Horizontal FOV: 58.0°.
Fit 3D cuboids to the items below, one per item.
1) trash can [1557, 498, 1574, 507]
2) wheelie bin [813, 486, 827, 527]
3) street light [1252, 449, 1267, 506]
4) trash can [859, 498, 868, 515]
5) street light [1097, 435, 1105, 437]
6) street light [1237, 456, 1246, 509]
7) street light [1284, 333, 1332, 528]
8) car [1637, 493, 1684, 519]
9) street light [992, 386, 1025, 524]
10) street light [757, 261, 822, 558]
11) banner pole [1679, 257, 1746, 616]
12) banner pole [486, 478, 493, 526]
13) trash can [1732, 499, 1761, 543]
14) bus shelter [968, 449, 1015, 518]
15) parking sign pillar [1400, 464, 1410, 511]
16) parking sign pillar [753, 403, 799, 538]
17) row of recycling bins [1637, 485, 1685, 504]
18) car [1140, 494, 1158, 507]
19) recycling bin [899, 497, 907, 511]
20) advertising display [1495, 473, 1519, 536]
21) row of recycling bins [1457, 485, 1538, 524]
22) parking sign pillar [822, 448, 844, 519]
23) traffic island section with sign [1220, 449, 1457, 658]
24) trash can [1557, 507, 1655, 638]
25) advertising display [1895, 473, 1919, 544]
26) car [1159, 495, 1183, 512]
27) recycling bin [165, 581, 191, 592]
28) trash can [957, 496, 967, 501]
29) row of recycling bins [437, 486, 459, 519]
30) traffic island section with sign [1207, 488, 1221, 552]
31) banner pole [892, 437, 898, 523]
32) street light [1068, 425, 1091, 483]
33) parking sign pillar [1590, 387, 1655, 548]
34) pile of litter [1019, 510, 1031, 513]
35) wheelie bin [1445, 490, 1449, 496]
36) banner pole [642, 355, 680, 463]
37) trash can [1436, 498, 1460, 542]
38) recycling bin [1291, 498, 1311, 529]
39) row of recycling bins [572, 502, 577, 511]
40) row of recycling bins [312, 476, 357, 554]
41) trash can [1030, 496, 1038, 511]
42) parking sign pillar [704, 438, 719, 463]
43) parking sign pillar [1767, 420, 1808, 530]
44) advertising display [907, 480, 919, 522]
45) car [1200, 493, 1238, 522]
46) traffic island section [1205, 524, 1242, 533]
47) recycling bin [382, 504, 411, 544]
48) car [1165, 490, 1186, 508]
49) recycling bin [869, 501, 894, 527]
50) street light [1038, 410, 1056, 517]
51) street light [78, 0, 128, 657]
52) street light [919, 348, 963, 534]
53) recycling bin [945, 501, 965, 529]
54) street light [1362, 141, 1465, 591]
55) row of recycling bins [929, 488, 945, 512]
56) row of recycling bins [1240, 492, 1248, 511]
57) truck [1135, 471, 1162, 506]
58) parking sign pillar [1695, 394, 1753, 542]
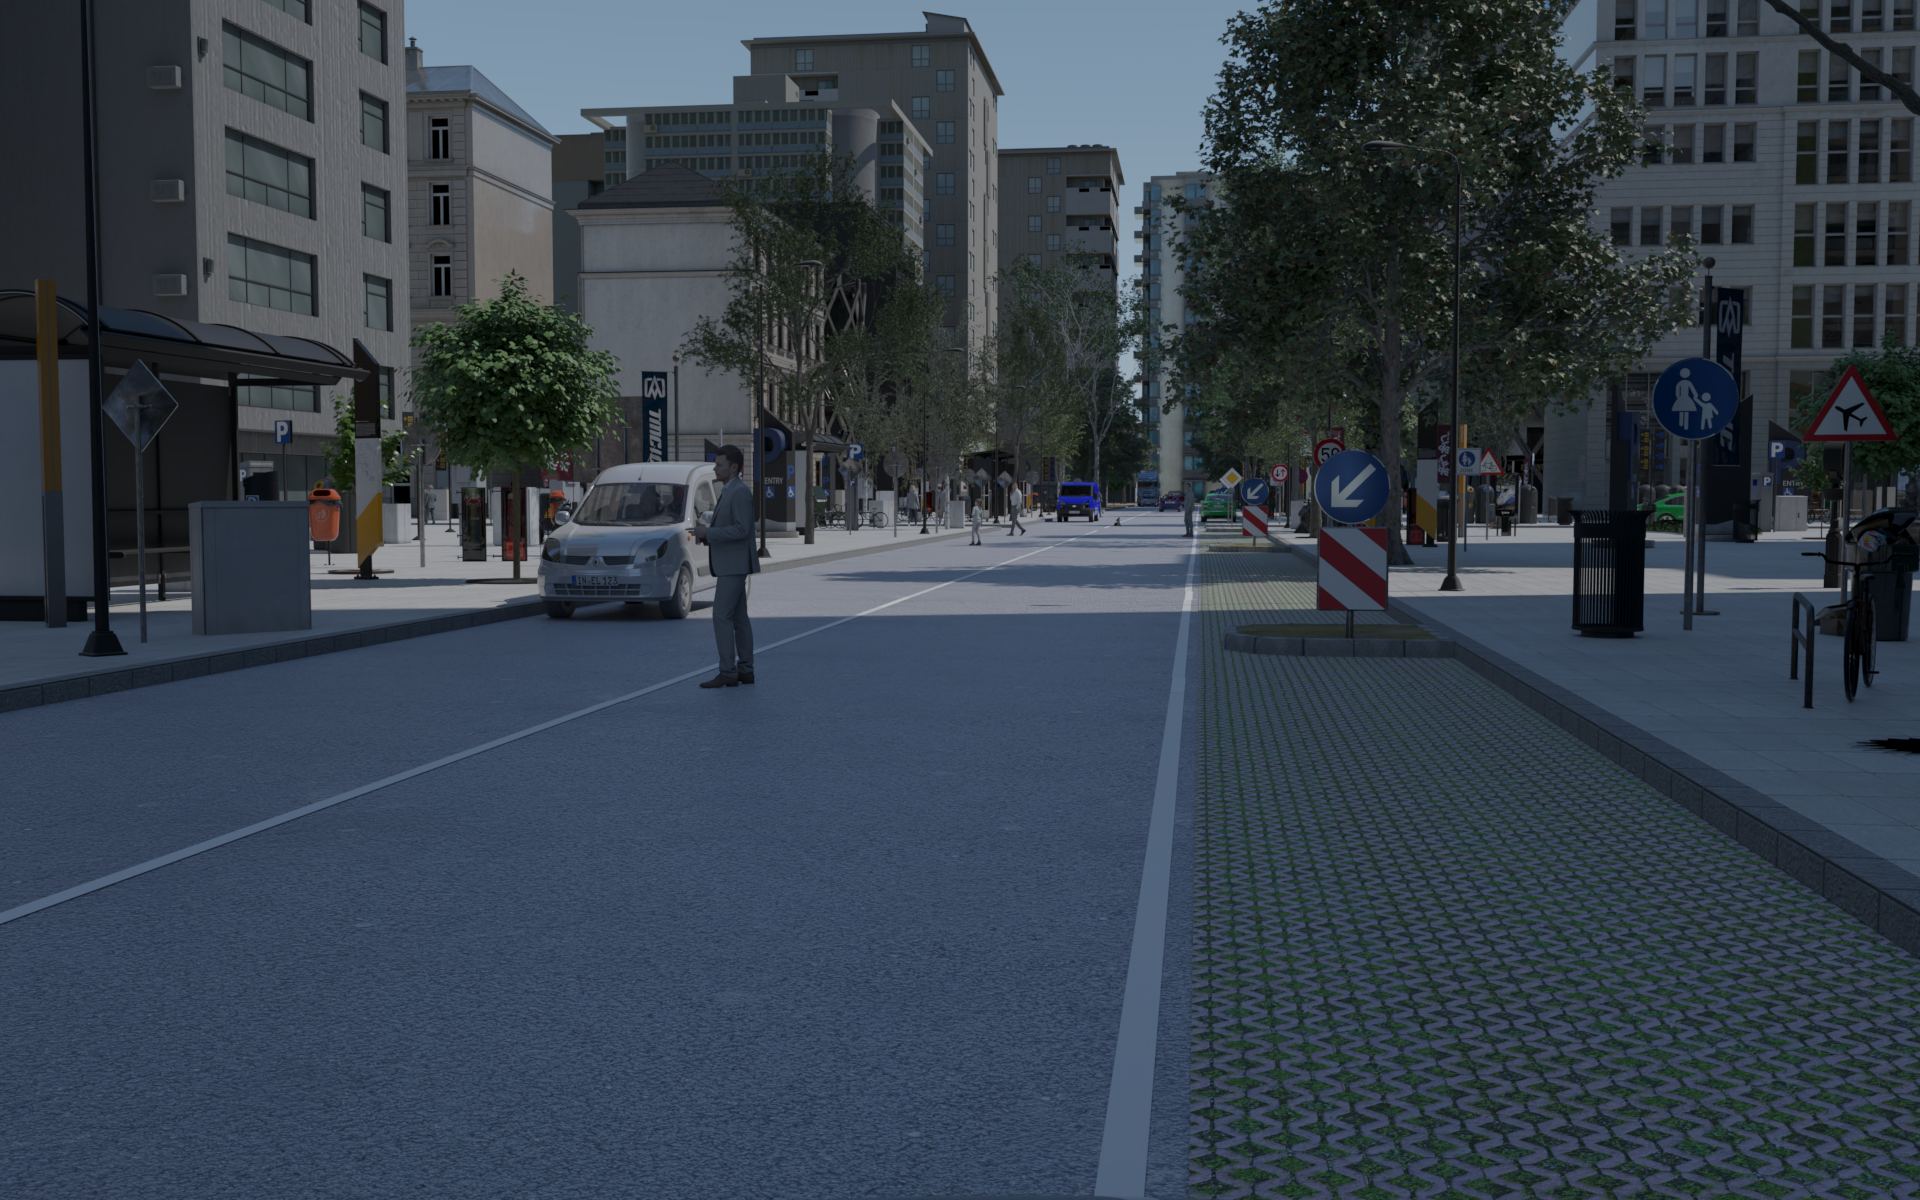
[{"bbox_3d":[24.869,-3.641,71.188,0.748,1.137,0.748,0,3,0],"label":"trash can"},{"bbox_3d":[-5.628,-3.626,67.197,0.693,1.594,0.980,3,5,41],"label":"wheelie bin"},{"bbox_3d":[11.756,-5.641,64.779,1.470,5.913,1.316,0,4,8],"label":"street light"},{"bbox_3d":[-5.943,-5.783,106.205,0.748,1.137,0.748,0,3,0],"label":"trash can"},{"bbox_3d":[10.802,-10.074,137.245,1.470,5.913,1.316,0,4,8],"label":"street light"},{"bbox_3d":[14.424,-6.862,84.733,1.470,5.913,1.316,0,4,8],"label":"street light"},{"bbox_3d":[8.770,-4.352,43.691,1.470,5.913,1.316,0,4,8],"label":"street light"},{"bbox_3d":[28.530,-3.558,66.966,4.718,1.807,1.959,1,4,9],"label":"car"},{"bbox_3d":[2.110,-6.238,74.533,1.470,5.913,1.316,0,4,8],"label":"street light"},{"bbox_3d":[-3.439,-3.800,34.672,1.470,5.913,1.316,0,4,8],"label":"street light"},{"bbox_3d":[8.089,-1.742,18.491,0.863,3.779,0.401,-2,4,-32],"label":"banner pole"},{"bbox_3d":[-19.058,-4.865,69.552,0.863,3.779,0.401,1,4,18],"label":"banner pole"},{"bbox_3d":[20.618,-2.067,45.452,0.748,1.137,0.748,0,3,0],"label":"trash can"},{"bbox_3d":[1.660,-6.303,94.340,1.731,3.624,6.357,0,4,8],"label":"bus shelter"},{"bbox_3d":[33.549,-8.760,131.690,1.447,3.967,1.447,-1,4,-18],"label":"parking sign pillar"},{"bbox_3d":[-5.466,-3.816,50.867,1.447,3.967,1.447,2,4,34],"label":"parking sign pillar"},{"bbox_3d":[30.776,-4.268,76.887,3.534,1.692,1.069,-1,4,-21],"label":"row of recycling bins"},{"bbox_3d":[20.750,-10.902,190.242,2.014,1.417,4.499,0,4,8],"label":"car"},{"bbox_3d":[-4.013,-7.070,128.141,0.722,1.027,0.722,-2,4,-33],"label":"recycling bin"},{"bbox_3d":[16.689,-2.915,52.866,0.123,1.923,0.974,-1,4,-20],"label":"advertising display"},{"bbox_3d":[23.103,-4.141,74.824,3.534,1.692,1.069,0,4,1],"label":"row of recycling bins"},{"bbox_3d":[-6.402,-5.872,84.473,1.447,3.967,1.447,0,4,7],"label":"parking sign pillar"},{"bbox_3d":[3.464,-0.456,16.086,1.989,1.847,2.006,0,4,8],"label":"traffic island section with sign"},{"bbox_3d":[5.835,-0.240,15.578,0.748,1.137,0.748,0,3,0],"label":"trash can"},{"bbox_3d":[20.008,-1.900,36.271,0.123,1.923,0.974,-1,4,-16],"label":"advertising display"},{"bbox_3d":[16.853,-7.703,138.525,1.945,1.354,3.894,1,4,9],"label":"car"},{"bbox_3d":[-10.142,-0.638,22.979,0.722,1.027,0.722,0,4,-2],"label":"recycling bin"},{"bbox_3d":[0.211,-5.935,108.683,0.748,1.137,0.748,0,3,0],"label":"trash can"},{"bbox_3d":[-26.018,-5.102,90.534,1.069,1.692,3.534,1,4,22],"label":"row of recycling bins"},{"bbox_3d":[7.195,-2.104,43.031,1.989,1.847,2.006,0,4,8],"label":"traffic island section with sign"},{"bbox_3d":[-2.859,-5.277,76.291,0.401,3.779,0.863,-1,4,-20],"label":"banner pole"},{"bbox_3d":[7.804,-8.768,115.890,1.470,5.913,1.316,0,4,8],"label":"street light"},{"bbox_3d":[15.886,-3.238,41.409,1.447,3.967,1.447,2,4,31],"label":"parking sign pillar"},{"bbox_3d":[4.243,-6.297,116.925,1.176,0.858,1.719,-3,5,-43],"label":"pile of litter"},{"bbox_3d":[24.768,-4.835,86.960,0.980,1.594,0.693,-3,5,-41],"label":"wheelie bin"},{"bbox_3d":[-5.316,-2.515,31.145,0.863,3.779,0.401,-2,4,-23],"label":"banner pole"},{"bbox_3d":[13.416,-2.263,48.658,0.748,1.137,0.748,0,3,0],"label":"trash can"},{"bbox_3d":[12.568,-3.099,63.225,0.722,1.027,0.722,-2,4,-33],"label":"recycling bin"},{"bbox_3d":[-12.209,-3.161,58.801,1.069,1.692,3.534,-3,5,-41],"label":"row of recycling bins"},{"bbox_3d":[-13.754,-1.931,38.677,1.069,1.692,3.534,-2,4,-28],"label":"row of recycling bins"},{"bbox_3d":[5.515,-7.229,129.854,0.748,1.137,0.748,0,3,0],"label":"trash can"},{"bbox_3d":[-11.554,-5.778,82.936,1.447,3.967,1.447,-1,4,-17],"label":"parking sign pillar"},{"bbox_3d":[29.876,-4.529,62.522,1.447,3.967,1.447,1,4,16],"label":"parking sign pillar"},{"bbox_3d":[-2.127,-4.489,78.613,0.123,1.923,0.974,2,4,23],"label":"advertising display"},{"bbox_3d":[13.270,-4.888,88.718,1.959,1.807,4.718,1,4,9],"label":"car"},{"bbox_3d":[10.311,-2.648,65.578,2.009,0.180,2.903,0,4,8],"label":"traffic island section"},{"bbox_3d":[-14.722,-1.978,44.892,0.722,1.027,0.722,1,4,12],"label":"recycling bin"},{"bbox_3d":[22.614,-10.576,181.592,2.281,1.827,5.304,0,4,8],"label":"car"},{"bbox_3d":[-3.059,-3.350,67.328,0.722,1.027,0.722,3,4,36],"label":"recycling bin"},{"bbox_3d":[5.006,-7.503,95.211,1.470,5.913,1.316,0,4,8],"label":"street light"},{"bbox_3d":[-6.292,-2.508,13.541,1.470,5.913,1.316,0,4,8],"label":"street light"},{"bbox_3d":[-0.600,-5.064,55.345,1.470,5.913,1.316,0,4,8],"label":"street light"},{"bbox_3d":[-0.193,-3.188,64.675,0.722,1.027,0.722,0,4,2],"label":"recycling bin"},{"bbox_3d":[5.989,-3.079,22.889,1.470,5.913,1.316,0,4,8],"label":"street light"},{"bbox_3d":[-1.810,-7.132,123.716,1.069,1.692,3.534,-2,4,-33],"label":"row of recycling bins"},{"bbox_3d":[23.017,-7.911,136.458,1.069,1.692,3.534,2,4,29],"label":"row of recycling bins"},{"bbox_3d":[23.000,-13.374,208.416,2.967,4.110,18.799,1,4,9],"label":"truck"},{"bbox_3d":[20.711,-3.578,46.966,1.447,3.967,1.447,0,4,7],"label":"parking sign pillar"}]
